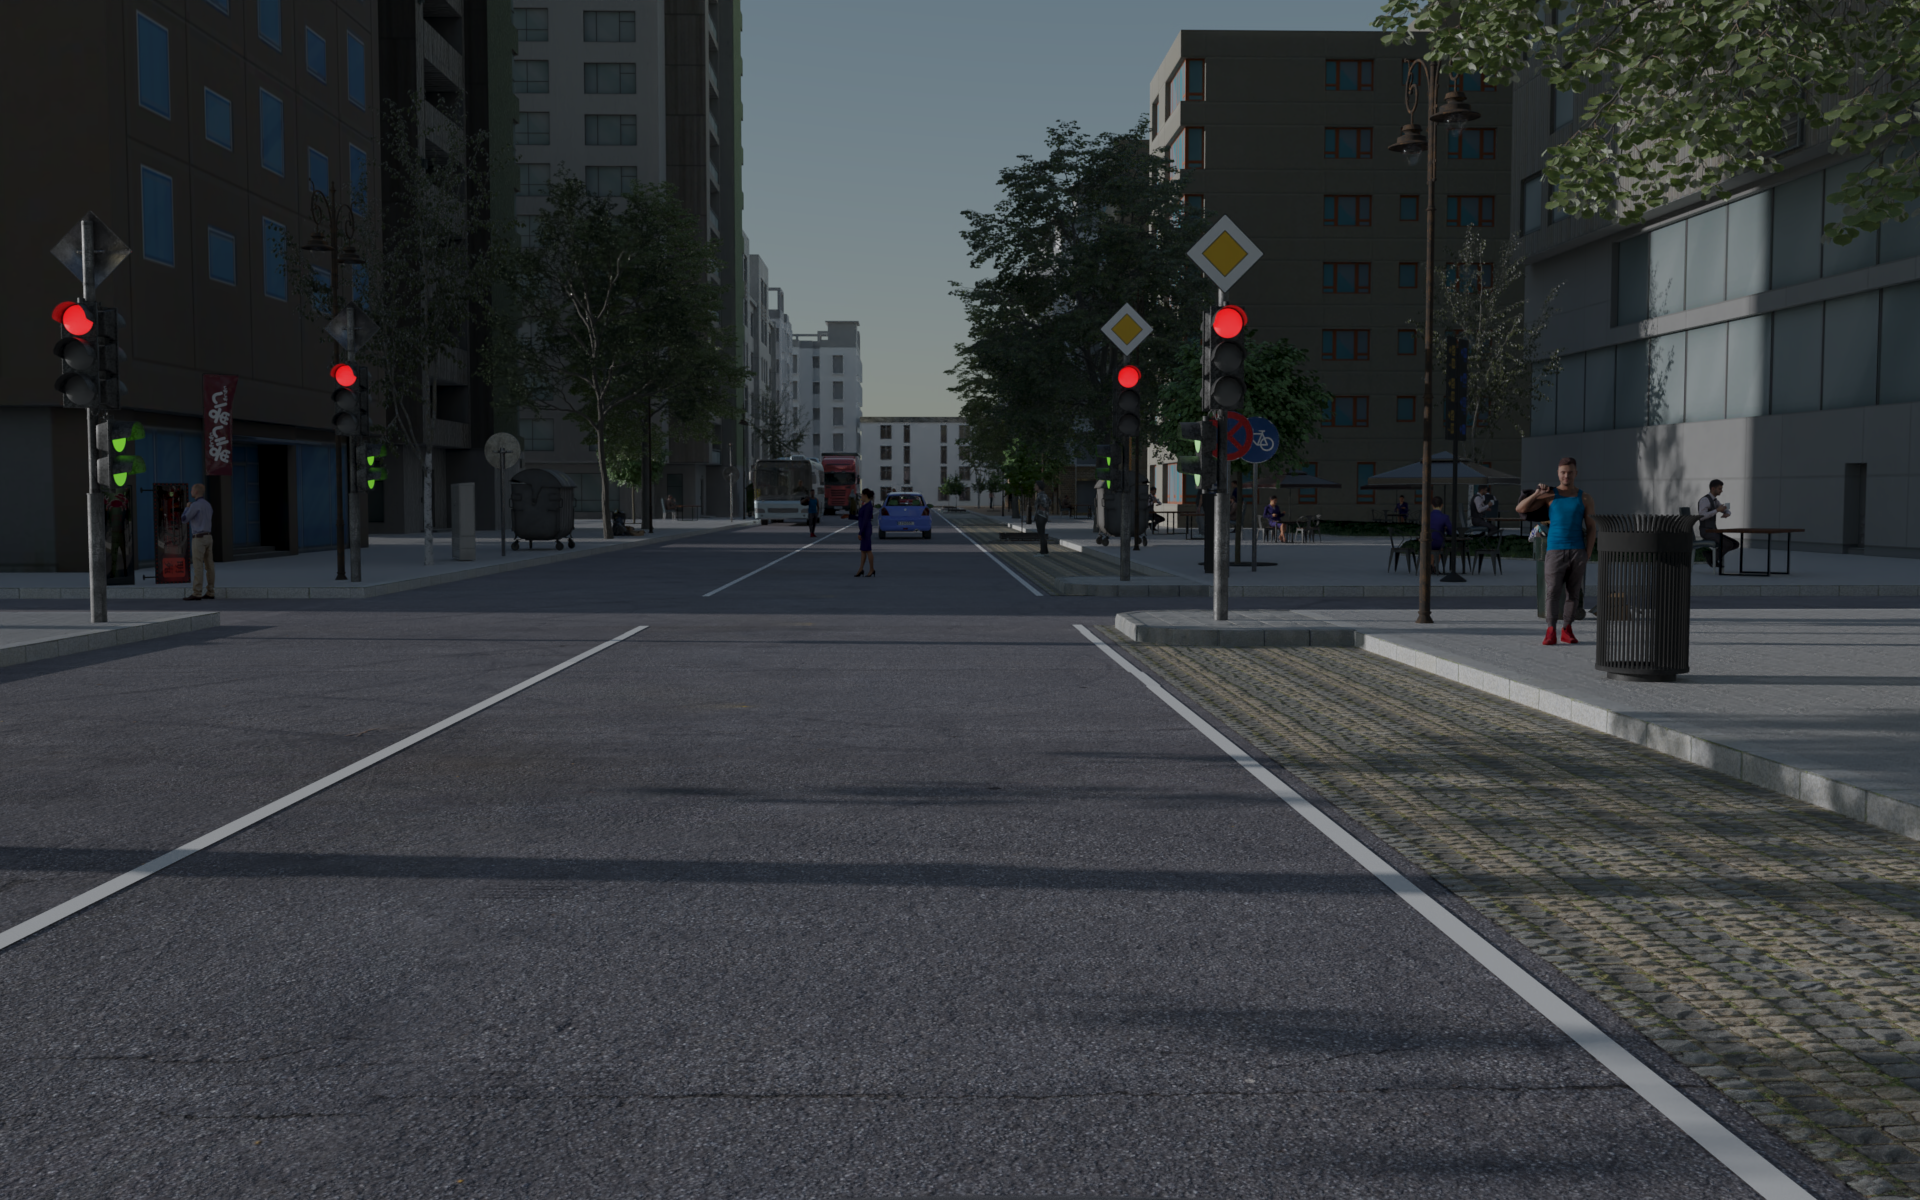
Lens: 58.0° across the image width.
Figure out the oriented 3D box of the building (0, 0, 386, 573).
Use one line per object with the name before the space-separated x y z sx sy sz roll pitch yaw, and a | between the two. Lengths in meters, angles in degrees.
building | -20.589 -23.444 33.418 14.600 45.320 14.200 0 4 -2

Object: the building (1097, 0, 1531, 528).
building | 21.642 -14.345 79.580 27.650 21.520 28.899 0 4 -2

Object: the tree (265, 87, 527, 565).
tree | -9.805 -4.934 31.031 4.360 8.622 3.978 0 3 0

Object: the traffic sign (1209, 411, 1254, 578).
traffic sign | 4.107 -1.619 26.576 0.768 2.556 0.104 0 4 6

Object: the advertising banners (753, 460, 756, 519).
advertising banners | -10.648 -5.717 89.668 0.090 3.025 2.074 0 4 -4

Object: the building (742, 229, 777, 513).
building | -23.178 -15.983 127.772 16.747 18.905 31.486 0 4 -2

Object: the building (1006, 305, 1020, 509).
building | 12.107 -16.993 134.258 16.016 20.091 11.380 0 4 -2

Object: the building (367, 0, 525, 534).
building | -23.317 -17.497 57.772 14.160 30.474 14.107 0 4 -2

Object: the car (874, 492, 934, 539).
car | -1.813 -2.851 56.205 1.945 1.707 3.694 0 4 -3

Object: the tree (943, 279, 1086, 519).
tree | 3.008 -10.527 90.249 7.486 12.596 7.792 0 3 0

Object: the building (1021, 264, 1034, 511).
building | 12.797 -16.280 122.595 16.016 20.091 11.380 0 4 -2

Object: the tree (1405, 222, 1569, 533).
tree | 14.433 -5.968 47.942 4.360 8.622 3.978 0 3 0

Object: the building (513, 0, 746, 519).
building | -19.281 -25.012 92.548 14.154 41.232 14.086 0 4 -2

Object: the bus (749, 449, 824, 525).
bus | -8.027 -5.351 82.344 2.948 3.499 13.247 0 4 -2

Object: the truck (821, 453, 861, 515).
truck | -8.224 -7.993 119.591 2.839 4.237 11.283 0 4 -2

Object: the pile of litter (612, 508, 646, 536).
pile of litter | -10.272 -2.412 53.400 1.176 0.858 1.719 0 4 -2

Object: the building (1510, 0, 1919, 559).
building | 30.927 -27.660 41.487 27.495 52.752 28.713 0 4 -2

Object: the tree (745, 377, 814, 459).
tree | -11.522 -9.737 109.560 4.360 8.622 3.978 0 3 0

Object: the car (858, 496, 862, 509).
car | -9.926 -9.051 158.207 2.015 1.641 3.980 0 4 0

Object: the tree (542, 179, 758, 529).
tree | -11.216 -8.834 62.571 7.486 12.596 7.792 0 3 0

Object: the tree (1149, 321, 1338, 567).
tree | 5.035 -2.901 31.146 4.285 4.588 4.351 0 3 0

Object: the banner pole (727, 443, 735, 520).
banner pole | -11.243 -5.813 85.059 0.401 3.779 0.863 0 4 -7

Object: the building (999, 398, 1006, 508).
building | 11.517 -18.402 157.286 16.016 20.091 11.380 0 4 -2

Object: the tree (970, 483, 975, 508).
tree | 1.689 -10.078 159.373 1.663 3.219 1.824 0 3 0

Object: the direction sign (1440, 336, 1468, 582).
direction sign | 7.219 -2.033 25.241 0.379 3.537 0.876 2 4 34

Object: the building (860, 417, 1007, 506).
building | 3.085 -15.316 192.565 28.070 9.664 9.099 0 4 -2

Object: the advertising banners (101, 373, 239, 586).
advertising banners | -11.306 -1.746 24.728 2.074 3.025 0.090 -3 5 -43

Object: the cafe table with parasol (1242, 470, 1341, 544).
cafe table with parasol | 8.630 -2.472 45.278 2.610 1.966 2.610 2 4 33

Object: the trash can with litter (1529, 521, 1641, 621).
trash can with litter | 6.412 -0.390 17.765 1.055 1.170 0.624 1 4 9

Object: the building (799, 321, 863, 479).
building | -16.890 -20.737 195.472 11.380 20.091 16.016 0 4 -2

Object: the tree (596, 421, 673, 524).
tree | -14.018 -5.569 74.765 4.285 4.588 4.351 0 3 0

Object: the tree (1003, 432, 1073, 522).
tree | 3.598 -5.949 80.974 4.285 4.588 4.351 0 3 0

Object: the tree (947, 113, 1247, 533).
tree | 4.660 -9.223 57.452 9.857 13.997 8.962 0 3 0

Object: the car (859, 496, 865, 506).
car | -10.131 -9.750 168.454 2.155 1.783 4.494 0 4 -1

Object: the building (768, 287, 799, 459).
building | -21.868 -18.870 164.937 11.380 20.091 16.016 0 4 -2

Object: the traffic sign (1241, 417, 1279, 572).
traffic sign | 4.865 -1.741 28.567 0.768 2.556 0.104 0 4 2

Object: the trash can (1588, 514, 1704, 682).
trash can | 4.730 -0.020 11.987 0.748 1.137 0.748 0 3 0

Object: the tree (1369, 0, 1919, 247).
tree | 6.052 -5.601 9.712 7.486 12.596 7.792 0 3 0

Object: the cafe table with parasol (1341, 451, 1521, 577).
cafe table with parasol | 7.743 -1.395 27.675 2.610 1.966 2.610 0 4 -1

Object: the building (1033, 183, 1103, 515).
building | 13.302 -15.586 111.246 16.016 20.091 11.380 0 4 -2

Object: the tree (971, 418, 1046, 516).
tree | 3.303 -9.320 102.742 4.737 8.622 4.395 0 3 0

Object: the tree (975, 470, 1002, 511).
tree | 2.393 -8.194 128.578 1.663 3.219 1.824 0 3 0

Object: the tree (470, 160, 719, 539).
tree | -10.382 -7.018 49.165 7.601 10.594 8.767 0 4 -7

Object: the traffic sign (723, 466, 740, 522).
traffic sign | -10.371 -4.800 78.578 0.768 2.556 0.104 0 4 1

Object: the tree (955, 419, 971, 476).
tree | 1.583 -12.160 149.175 4.737 8.622 4.395 0 3 0

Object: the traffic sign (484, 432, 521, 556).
traffic sign | -9.420 -2.175 35.666 0.768 2.556 0.104 0 4 3
